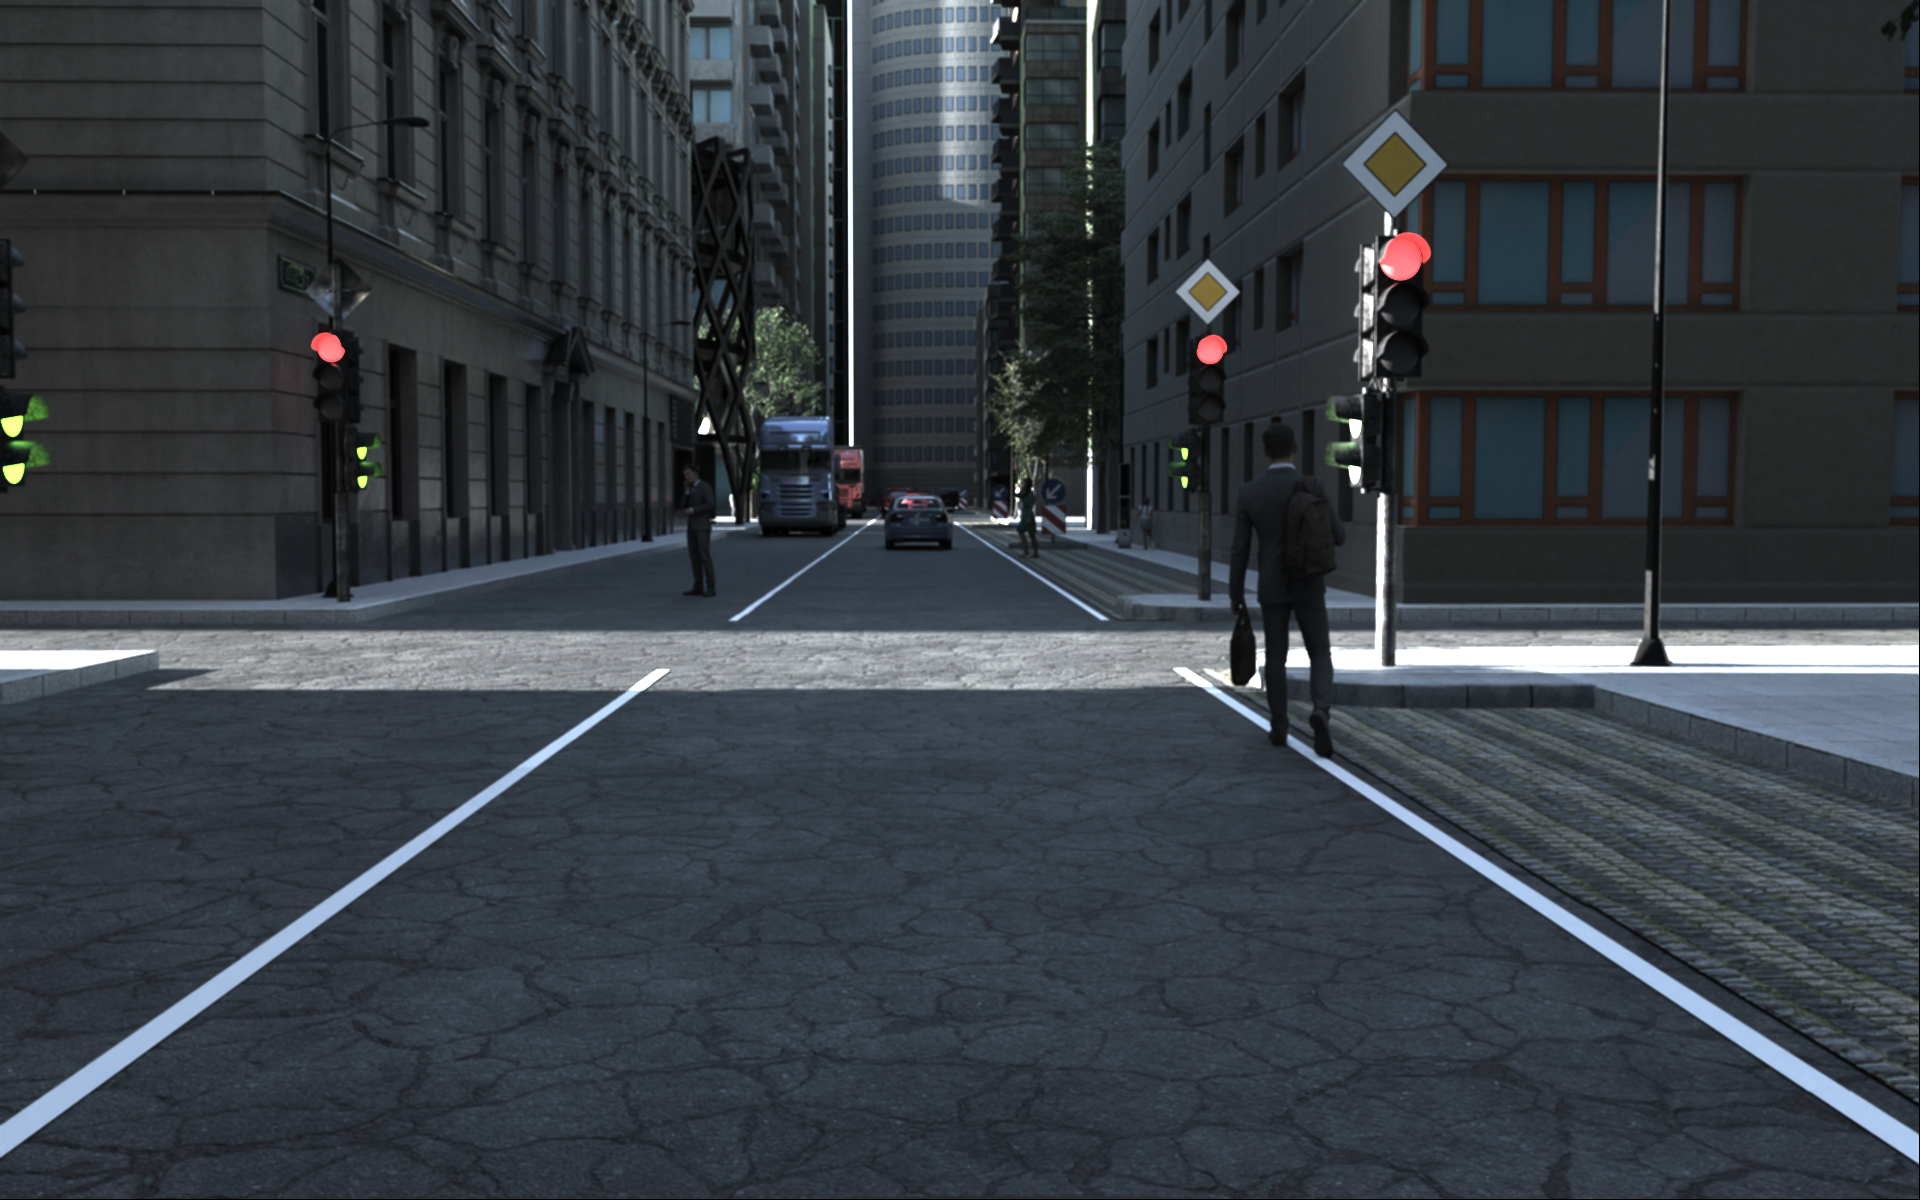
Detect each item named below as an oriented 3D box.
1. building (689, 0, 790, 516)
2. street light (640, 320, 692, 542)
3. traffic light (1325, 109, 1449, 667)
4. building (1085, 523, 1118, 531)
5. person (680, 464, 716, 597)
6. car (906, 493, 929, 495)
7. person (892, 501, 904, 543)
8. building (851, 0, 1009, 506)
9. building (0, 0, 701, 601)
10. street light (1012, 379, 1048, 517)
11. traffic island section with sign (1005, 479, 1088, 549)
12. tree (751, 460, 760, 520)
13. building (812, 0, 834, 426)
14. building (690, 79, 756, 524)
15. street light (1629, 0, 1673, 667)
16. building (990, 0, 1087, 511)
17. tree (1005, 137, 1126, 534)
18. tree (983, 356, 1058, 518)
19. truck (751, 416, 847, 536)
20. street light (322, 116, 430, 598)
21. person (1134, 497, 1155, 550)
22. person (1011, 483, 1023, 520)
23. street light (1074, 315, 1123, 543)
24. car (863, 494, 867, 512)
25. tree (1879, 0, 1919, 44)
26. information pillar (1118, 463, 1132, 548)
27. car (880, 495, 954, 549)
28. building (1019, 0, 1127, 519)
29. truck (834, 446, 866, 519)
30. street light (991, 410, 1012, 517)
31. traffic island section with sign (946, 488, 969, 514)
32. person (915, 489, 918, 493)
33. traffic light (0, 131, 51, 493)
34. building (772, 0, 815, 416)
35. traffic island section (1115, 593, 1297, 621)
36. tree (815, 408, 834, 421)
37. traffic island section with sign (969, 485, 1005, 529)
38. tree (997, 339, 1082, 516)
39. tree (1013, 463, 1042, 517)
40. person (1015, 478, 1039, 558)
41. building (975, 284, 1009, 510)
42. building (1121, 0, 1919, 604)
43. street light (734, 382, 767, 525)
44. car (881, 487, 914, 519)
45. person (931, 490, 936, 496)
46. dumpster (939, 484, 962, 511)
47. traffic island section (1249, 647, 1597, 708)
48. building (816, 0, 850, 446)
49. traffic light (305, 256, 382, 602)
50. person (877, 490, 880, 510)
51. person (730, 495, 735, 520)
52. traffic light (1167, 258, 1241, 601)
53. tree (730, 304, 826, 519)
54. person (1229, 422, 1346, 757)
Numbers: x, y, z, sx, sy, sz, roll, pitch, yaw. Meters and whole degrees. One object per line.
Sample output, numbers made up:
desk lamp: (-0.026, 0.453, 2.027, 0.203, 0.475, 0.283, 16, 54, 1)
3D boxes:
building: (-22.646, -30.033, 110.642, 23.786, 49.044, 30.456, 0, 4, -2)
street light: (-7.879, -4.521, 46.456, 1.470, 5.913, 1.316, 0, 4, -2)
traffic light: (3.160, -1.462, 12.831, 0.839, 4.253, 0.868, 0, 4, -2)
building: (11.693, -18.062, 67.012, 14.160, 30.474, 14.107, 0, 4, -2)
person: (-3.709, -0.981, 24.349, 0.447, 1.846, 0.655, -3, 5, -42)
car: (-2.257, -5.117, 92.698, 2.155, 1.783, 4.494, 0, 4, -1)
person: (-1.803, -2.296, 50.325, 0.394, 1.301, 0.425, -2, 4, -24)
building: (2.340, -39.608, 189.591, 28.212, 58.520, 21.231, 0, 4, -2)
building: (-16.750, -16.194, 41.193, 17.030, 29.872, 44.131, 0, 4, -2)
street light: (2.979, -5.975, 70.232, 1.470, 5.913, 1.316, 0, 4, -2)
traffic island section with sign: (2.288, -2.256, 45.517, 1.989, 1.847, 2.006, 0, 4, -2)
tree: (-9.790, -5.579, 85.822, 1.663, 3.219, 1.824, 0, 3, 0)
building: (-22.732, -32.821, 160.319, 21.600, 48.544, 21.300, 0, 4, -2)
building: (-17.247, -12.581, 73.159, 16.820, 18.784, 16.811, 0, 4, -2)
street light: (4.663, -2.466, 12.860, 1.470, 5.913, 1.316, 0, 4, -2)
building: (13.605, -28.966, 128.216, 22.147, 44.769, 28.867, 0, 4, -2)
tree: (5.024, -8.419, 55.774, 7.486, 12.596, 7.792, 0, 3, 0)
tree: (3.414, -8.637, 91.585, 4.737, 8.622, 4.395, 0, 3, 0)
truck: (-5.771, -4.654, 65.847, 2.967, 4.110, 18.799, 0, 4, -2)
street light: (-7.216, -2.989, 21.416, 1.470, 5.913, 1.316, 0, 4, -2)
person: (4.253, -1.766, 39.931, 0.505, 1.210, 0.382, 1, 4, 8)
person: (2.935, -4.905, 86.336, 0.850, 1.850, 0.679, 0, 4, -4)
street light: (3.675, -4.444, 45.192, 1.470, 5.913, 1.316, 0, 4, -2)
car: (-8.514, -7.929, 138.306, 2.281, 1.827, 5.304, 0, 4, -2)
tree: (5.422, -3.532, 8.108, 4.360, 8.622, 3.978, 0, 3, 0)
information pillar: (3.895, -2.233, 41.002, 0.304, 2.012, 0.304, 0, 4, 1)
car: (-1.133, -2.089, 46.162, 2.014, 1.417, 4.499, 0, 4, -3)
building: (10.570, -20.514, 107.111, 14.160, 30.474, 14.107, 0, 4, -2)
truck: (-6.966, -6.948, 102.512, 2.839, 4.237, 11.283, 0, 4, -3)
street light: (2.326, -7.508, 95.294, 1.470, 5.913, 1.316, 0, 4, -2)
traffic island section with sign: (0.071, -7.029, 123.560, 1.989, 1.847, 2.006, 0, 4, -2)
person: (-3.153, -7.142, 125.217, 1.348, 1.831, 0.705, -1, 4, -21)
traffic light: (-7.097, -1.444, 12.527, 0.839, 4.253, 0.868, 0, 4, -2)
building: (-18.628, -27.506, 133.312, 14.154, 41.232, 14.086, 0, 4, -2)
traffic island section: (2.975, 0.083, 20.928, 2.009, 0.180, 2.903, 0, 4, -2)
tree: (-12.206, -11.864, 144.338, 4.360, 8.622, 3.978, 0, 3, 0)
traffic island section with sign: (1.524, -3.904, 72.462, 1.989, 1.847, 2.006, 0, 4, -2)
tree: (3.577, -8.063, 82.188, 4.360, 8.622, 3.978, 0, 3, 0)
tree: (3.670, -6.378, 98.888, 1.663, 3.219, 1.824, 0, 3, 0)
person: (1.532, -1.818, 38.477, 0.529, 1.795, 0.600, -1, 4, -19)
building: (15.700, -19.131, 157.825, 27.650, 21.520, 28.899, 0, 4, -2)
building: (19.229, -11.543, 33.764, 28.899, 21.520, 27.650, 0, 4, -2)
street light: (-8.659, -6.066, 71.725, 1.470, 5.913, 1.316, 0, 4, -2)
car: (-3.513, -5.670, 101.376, 2.281, 1.827, 5.304, 0, 4, 0)
person: (-2.240, -7.955, 139.288, 0.721, 1.736, 1.217, 3, 5, 43)
dumpster: (-0.813, -8.758, 148.143, 1.985, 2.255, 1.502, 0, 4, -4)
traffic island section: (3.200, 0.571, 12.946, 2.009, 0.180, 2.903, 0, 4, -2)
building: (-22.676, -45.862, 188.095, 20.611, 71.187, 20.563, 0, 4, -2)
traffic light: (-7.322, -1.932, 20.509, 0.839, 4.253, 0.868, 0, 4, -2)
person: (-7.238, -8.937, 154.631, 0.705, 1.822, 1.348, 0, 4, 0)
person: (-11.253, -4.765, 86.539, 0.523, 1.515, 0.503, 0, 4, 8)
traffic light: (2.935, -1.951, 20.813, 0.839, 4.253, 0.868, 0, 4, -2)
tree: (-10.892, -10.124, 91.276, 9.928, 11.665, 9.643, 0, 3, 0)
person: (1.823, -0.074, 9.671, 0.622, 1.834, 0.822, 0, 4, 6)
